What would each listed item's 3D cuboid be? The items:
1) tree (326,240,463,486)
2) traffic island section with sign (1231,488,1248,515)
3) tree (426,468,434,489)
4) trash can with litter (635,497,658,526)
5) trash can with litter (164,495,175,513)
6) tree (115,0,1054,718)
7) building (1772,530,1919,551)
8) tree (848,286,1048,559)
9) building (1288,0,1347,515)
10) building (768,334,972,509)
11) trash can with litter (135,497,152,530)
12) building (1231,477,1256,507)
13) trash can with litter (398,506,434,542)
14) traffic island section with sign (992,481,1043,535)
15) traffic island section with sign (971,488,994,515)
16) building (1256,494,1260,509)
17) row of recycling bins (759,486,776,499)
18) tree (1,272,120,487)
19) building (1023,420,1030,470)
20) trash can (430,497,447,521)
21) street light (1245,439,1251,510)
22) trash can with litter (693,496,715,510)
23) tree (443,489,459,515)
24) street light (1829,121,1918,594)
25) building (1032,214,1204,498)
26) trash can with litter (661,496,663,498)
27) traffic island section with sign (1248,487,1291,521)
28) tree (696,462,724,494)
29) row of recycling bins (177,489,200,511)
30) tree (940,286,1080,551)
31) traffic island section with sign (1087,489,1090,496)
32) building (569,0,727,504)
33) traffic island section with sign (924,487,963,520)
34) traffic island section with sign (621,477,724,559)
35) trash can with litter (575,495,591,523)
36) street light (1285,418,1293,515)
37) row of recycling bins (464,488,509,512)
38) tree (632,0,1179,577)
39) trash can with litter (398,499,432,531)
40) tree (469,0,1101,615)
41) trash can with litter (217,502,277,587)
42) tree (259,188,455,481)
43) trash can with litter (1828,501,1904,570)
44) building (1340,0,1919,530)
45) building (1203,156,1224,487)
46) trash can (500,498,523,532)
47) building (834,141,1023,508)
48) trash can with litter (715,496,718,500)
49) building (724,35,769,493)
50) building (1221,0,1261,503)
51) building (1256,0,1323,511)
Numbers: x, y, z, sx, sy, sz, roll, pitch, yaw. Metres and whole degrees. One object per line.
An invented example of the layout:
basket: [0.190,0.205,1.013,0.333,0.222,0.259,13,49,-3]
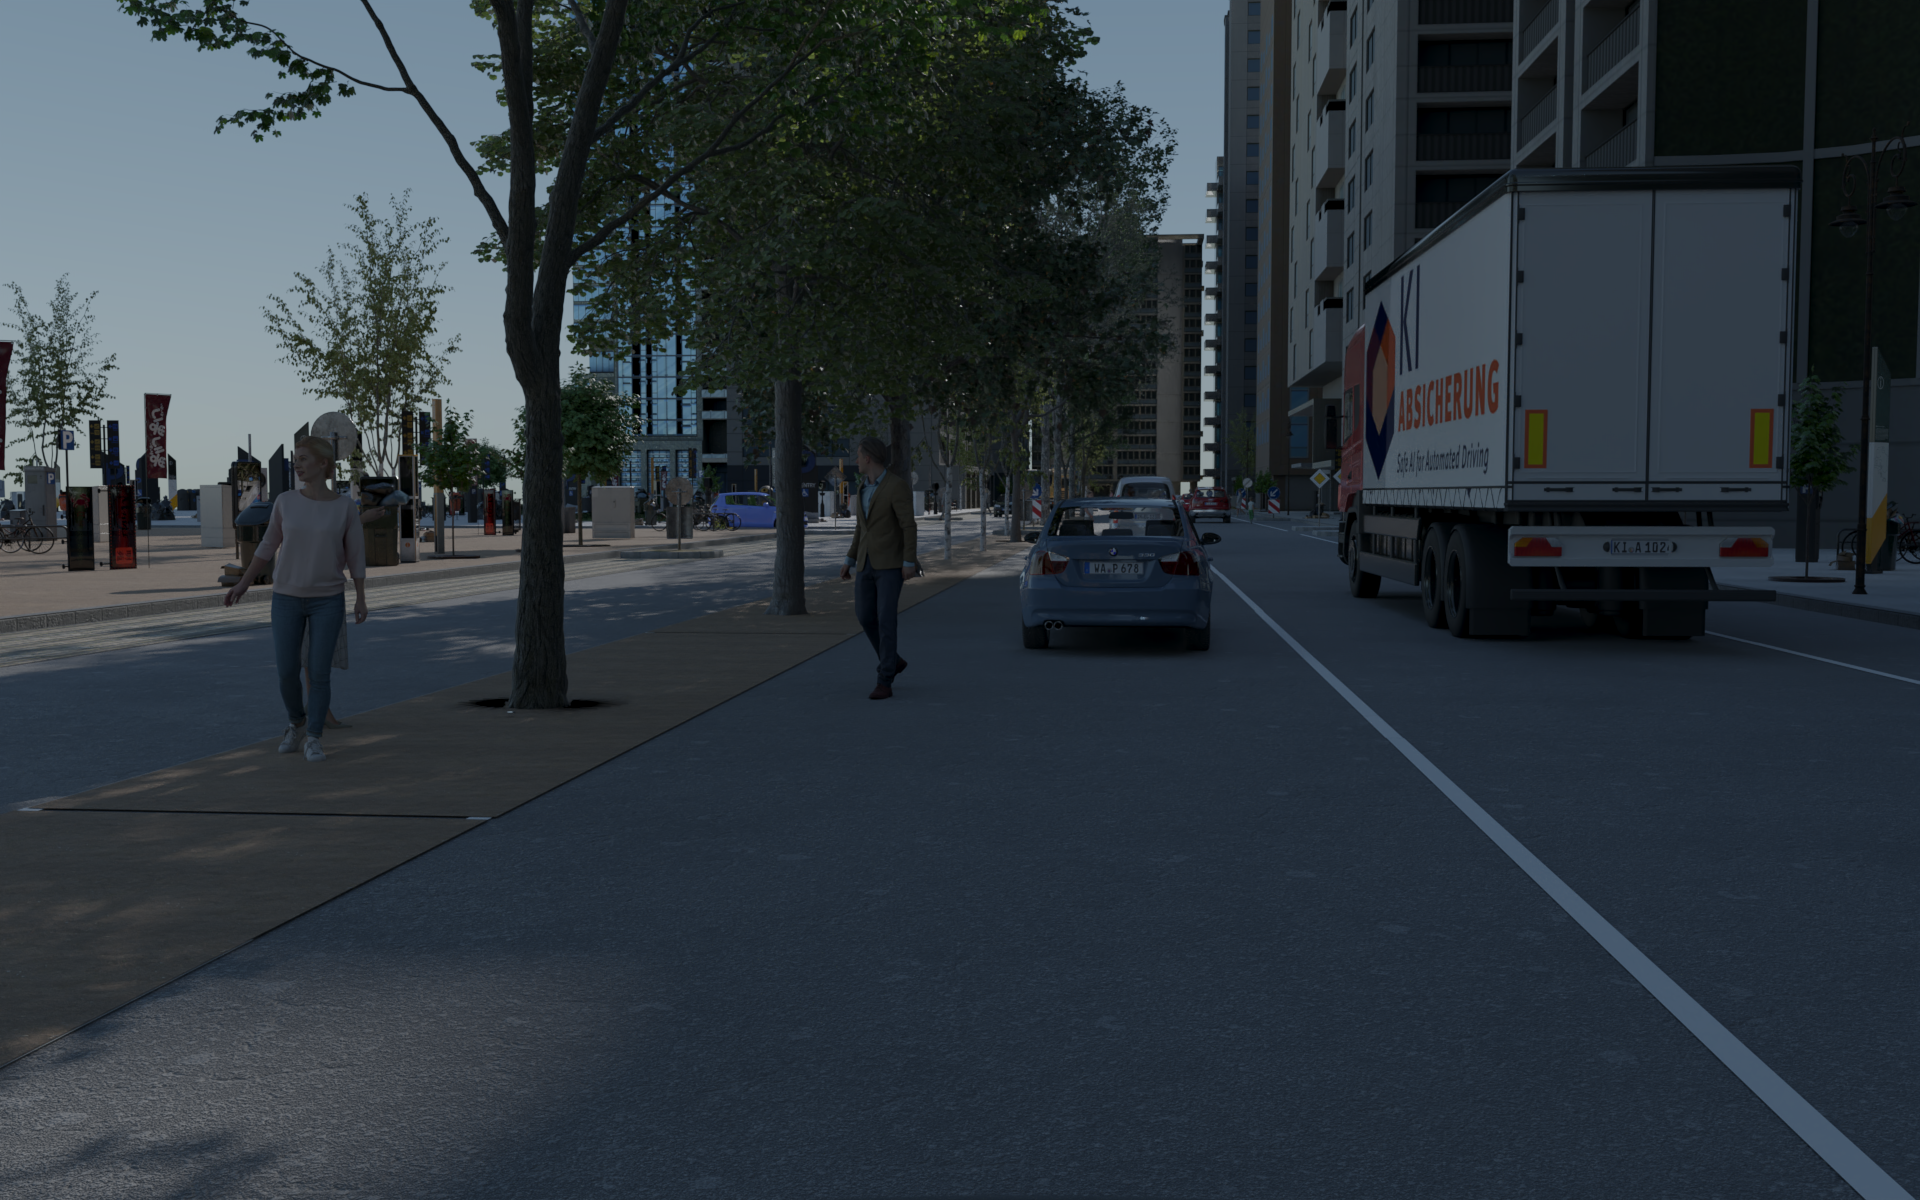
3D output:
tree: [-16.689,-6.144,50.813,4.360,8.622,3.978,0,3,0]
traffic island section with sign: [19.380,-6.832,120.333,1.989,1.847,2.006,0,4,6]
tree: [-31.308,-7.518,106.627,4.285,4.588,4.351,0,3,0]
trash can with litter: [-12.814,-3.613,70.464,1.055,1.170,0.624,1,4,10]
trash can with litter: [-52.984,-6.404,115.755,1.678,1.210,2.233,-2,4,-27]
tree: [-2.727,-5.072,11.139,9.928,11.665,9.643,0,3,0]
building: [24.594,-36.993,43.091,20.563,71.187,20.611,0,4,6]
tree: [-0.256,-5.194,37.737,4.360,8.622,3.978,0,3,0]
building: [34.711,-31.518,104.559,28.713,52.752,27.495,0,4,6]
building: [-7.017,-45.075,175.231,20.563,71.187,20.611,0,4,6]
trash can with litter: [-29.423,-3.108,62.204,0.624,1.170,1.055,-3,4,-39]
building: [44.194,-29.550,175.022,32.217,40.220,23.993,0,4,6]
trash can with litter: [-14.422,-2.119,46.036,0.624,1.170,1.055,3,5,40]
traffic island section with sign: [2.224,-3.261,61.450,2.006,1.907,1.989,0,4,6]
traffic island section with sign: [1.821,-6.904,121.503,1.989,1.847,2.006,0,4,6]
building: [33.975,-28.949,156.912,14.154,41.232,14.086,0,4,6]
row of recycling bins: [-8.729,-4.876,86.829,3.534,1.692,1.069,3,5,39]
tree: [-30.489,-6.587,58.067,4.737,8.622,4.395,0,3,0]
building: [2.152,-35.858,236.393,14.200,45.320,14.600,0,4,6]
trash can: [-23.880,-4.143,79.392,0.748,1.137,0.748,0,3,0]
street light: [23.545,-10.341,141.866,0.468,5.910,1.993,0,4,6]
trash can with litter: [-14.794,-5.378,99.312,0.624,1.170,1.055,2,4,32]
tree: [-27.048,-7.016,98.425,4.285,4.588,4.351,0,3,0]
street light: [11.534,-3.012,22.027,0.468,5.910,1.993,0,4,6]
building: [22.005,-33.717,243.153,23.993,40.220,32.217,0,4,6]
trash can with litter: [-19.542,-6.183,112.143,2.233,1.210,1.678,0,4,5]
traffic island section with sign: [16.595,-5.131,92.523,1.989,1.847,2.006,0,4,6]
tree: [-15.069,-6.639,103.145,1.663,3.219,1.824,0,3,0]
row of recycling bins: [-59.588,-7.810,134.812,1.069,1.692,3.534,1,4,17]
tree: [0.599,-5.505,42.828,4.737,8.622,4.395,0,3,0]
traffic island section with sign: [10.449,-8.284,143.586,2.006,1.907,1.989,0,4,6]
building: [-41.418,-56.939,243.626,31.000,86.520,22.319,0,4,6]
traffic island section with sign: [-0.853,-5.262,94.661,1.989,1.847,2.006,0,4,6]
traffic island section with sign: [-6.421,-1.862,39.077,1.989,1.847,2.006,0,4,6]
trash can with litter: [-17.538,-3.995,76.381,2.233,1.210,1.678,-2,4,-35]
street light: [19.875,-8.067,104.686,0.468,5.910,1.993,0,4,6]
row of recycling bins: [-33.487,-7.069,122.698,3.534,1.692,1.069,1,4,10]
tree: [-1.024,-6.749,29.810,9.611,12.733,9.660,0,3,0]
trash can with litter: [-19.131,-3.021,60.452,1.678,1.210,2.233,-1,4,-9]
tree: [-2.096,-6.117,20.591,7.486,12.596,7.792,0,3,0]
trash can with litter: [-9.940,-0.792,24.342,0.624,1.170,1.055,0,4,7]
tree: [-14.103,-5.569,41.421,4.737,8.622,4.395,0,3,0]
trash can with litter: [15.214,-1.082,29.084,1.055,1.170,0.624,1,4,19]
building: [28.671,-38.992,75.772,20.611,71.187,20.563,0,4,6]
building: [48.721,-37.727,236.445,30.456,49.044,23.786,0,4,6]
trash can: [-15.071,-2.848,58.214,0.748,1.137,0.748,0,3,0]
building: [-3.102,-47.149,209.142,20.611,71.187,20.563,0,4,6]
trash can with litter: [-18.499,-7.327,131.178,0.624,1.170,1.055,3,4,37]
building: [-8.666,-43.821,154.721,20.563,71.187,20.611,0,4,6]
building: [41.109,-40.317,201.188,21.231,58.520,28.212,0,4,6]
building: [30.589,-29.604,134.134,14.600,45.320,14.200,0,4,6]
